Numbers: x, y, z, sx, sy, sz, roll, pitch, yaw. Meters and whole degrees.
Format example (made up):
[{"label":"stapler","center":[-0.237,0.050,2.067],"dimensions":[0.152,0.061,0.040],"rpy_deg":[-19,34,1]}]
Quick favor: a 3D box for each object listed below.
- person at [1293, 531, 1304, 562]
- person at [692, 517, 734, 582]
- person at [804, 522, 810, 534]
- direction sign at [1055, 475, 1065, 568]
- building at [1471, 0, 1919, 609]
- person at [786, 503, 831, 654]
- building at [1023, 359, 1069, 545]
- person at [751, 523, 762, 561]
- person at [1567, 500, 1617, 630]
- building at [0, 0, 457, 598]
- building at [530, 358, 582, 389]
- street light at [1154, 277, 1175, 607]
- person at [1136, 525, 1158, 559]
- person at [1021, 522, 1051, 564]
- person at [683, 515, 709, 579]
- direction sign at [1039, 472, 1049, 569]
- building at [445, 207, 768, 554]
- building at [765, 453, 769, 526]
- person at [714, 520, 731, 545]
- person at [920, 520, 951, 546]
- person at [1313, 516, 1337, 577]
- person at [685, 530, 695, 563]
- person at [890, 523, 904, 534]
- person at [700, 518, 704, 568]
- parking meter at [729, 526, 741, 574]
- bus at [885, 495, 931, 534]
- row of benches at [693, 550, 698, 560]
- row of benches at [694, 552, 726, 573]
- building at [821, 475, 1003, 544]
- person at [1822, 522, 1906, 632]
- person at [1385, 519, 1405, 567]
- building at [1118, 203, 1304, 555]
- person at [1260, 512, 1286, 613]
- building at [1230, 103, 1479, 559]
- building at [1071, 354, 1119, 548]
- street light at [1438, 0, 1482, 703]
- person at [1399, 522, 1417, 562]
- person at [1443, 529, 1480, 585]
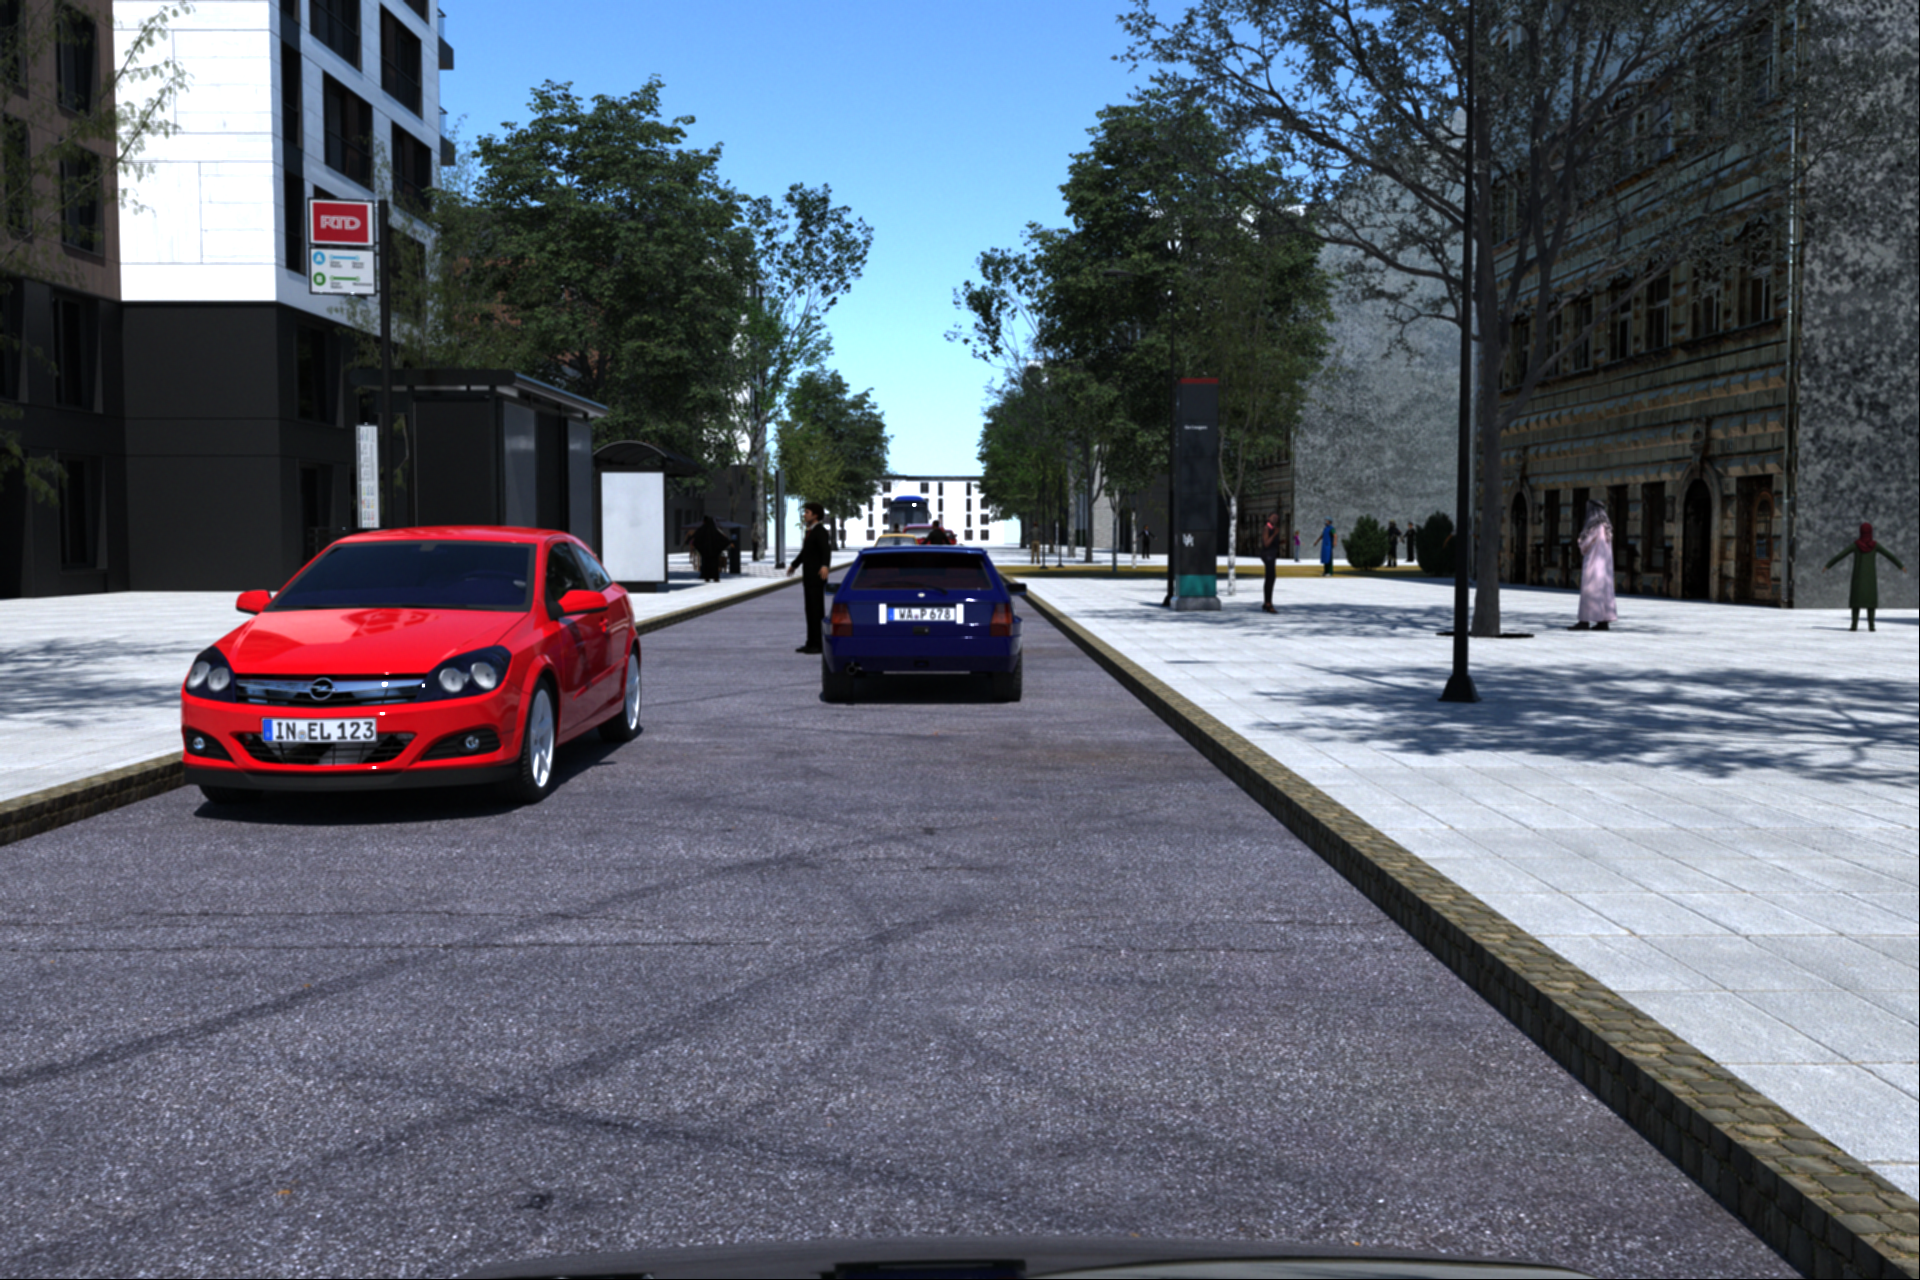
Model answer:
[{"label":"person","center":[15.567,-4.305,79.649],"dimensions":[0.599,1.433,0.991],"rpy_deg":[-1,4,-15]},{"label":"person","center":[-6.595,-2.407,46.145],"dimensions":[1.214,1.737,0.721],"rpy_deg":[1,4,17]},{"label":"person","center":[-5.347,-3.390,61.898],"dimensions":[0.721,1.772,1.216],"rpy_deg":[0,4,-7]},{"label":"direction sign","center":[3.841,-4.549,66.377],"dimensions":[0.379,3.537,0.876],"rpy_deg":[0,4,-2]},{"label":"building","center":[23.362,-12.661,37.941],"dimensions":[19.493,23.208,18.063],"rpy_deg":[0,4,0]},{"label":"person","center":[-1.779,-0.746,20.838],"dimensions":[0.705,1.806,1.347],"rpy_deg":[-2,4,-23]},{"label":"building","center":[21.772,-22.927,218.823],"dimensions":[27.936,21.610,32.646],"rpy_deg":[0,3,0]},{"label":"person","center":[-9.701,-4.658,82.292],"dimensions":[0.705,1.813,1.348],"rpy_deg":[1,4,10]},{"label":"person","center":[8.464,-1.004,23.120],"dimensions":[0.621,1.740,0.551],"rpy_deg":[2,4,25]},{"label":"building","center":[-28.978,-11.724,35.659],"dimensions":[27.936,21.610,32.646],"rpy_deg":[0,3,0]},{"label":"building","center":[-24.220,-9.238,93.181],"dimensions":[9.099,9.664,28.070],"rpy_deg":[0,4,0]},{"label":"street light","center":[4.287,-3.552,30.619],"dimensions":[1.470,5.913,1.316],"rpy_deg":[0,4,-1]},{"label":"person","center":[9.620,-5.045,89.204],"dimensions":[1.216,1.740,0.721],"rpy_deg":[-1,4,-22]},{"label":"person","center":[3.260,-4.178,74.580],"dimensions":[1.348,1.796,0.705],"rpy_deg":[1,4,12]},{"label":"person","center":[-7.322,-2.682,49.919],"dimensions":[1.348,1.821,0.705],"rpy_deg":[-2,4,-30]},{"label":"direction sign","center":[3.066,-4.363,63.334],"dimensions":[0.379,3.537,0.876],"rpy_deg":[0,4,0]},{"label":"building","center":[-29.332,-17.184,124.929],"dimensions":[27.936,21.610,32.646],"rpy_deg":[0,4,-1]},{"label":"building","center":[-24.617,-14.665,181.916],"dimensions":[9.099,9.664,28.070],"rpy_deg":[0,4,-1]},{"label":"person","center":[-8.855,-3.430,61.937],"dimensions":[1.347,1.847,0.705],"rpy_deg":[-1,4,-16]},{"label":"person","center":[-0.653,-2.266,45.738],"dimensions":[1.346,1.802,0.704],"rpy_deg":[-3,5,-43]},{"label":"person","center":[11.104,-2.830,52.400],"dimensions":[0.704,1.817,1.347],"rpy_deg":[-1,4,-16]},{"label":"person","center":[-11.582,-4.201,75.496],"dimensions":[1.217,1.733,0.721],"rpy_deg":[3,5,39]},{"label":"person","center":[-2.251,-3.220,61.241],"dimensions":[1.346,1.812,0.704],"rpy_deg":[-1,4,-16]},{"label":"person","center":[-7.739,-2.871,52.903],"dimensions":[1.349,1.833,0.705],"rpy_deg":[3,5,42]},{"label":"parking meter","center":[-7.262,-2.900,55.827],"dimensions":[0.372,1.533,0.369],"rpy_deg":[0,3,0]},{"label":"bus","center":[-3.269,-7.498,114.137],"dimensions":[2.896,3.916,12.251],"rpy_deg":[0,4,0]},{"label":"row of benches","center":[-10.336,-3.314,69.654],"dimensions":[1.422,0.672,4.104],"rpy_deg":[-1,4,-11]},{"label":"row of benches","center":[-8.536,-2.668,59.078],"dimensions":[1.422,0.672,4.104],"rpy_deg":[-1,4,-15]},{"label":"building","center":[-7.752,-18.437,246.040],"dimensions":[28.070,9.664,9.099],"rpy_deg":[0,4,-3]},{"label":"person","center":[11.945,-0.836,22.885],"dimensions":[0.989,1.438,0.599],"rpy_deg":[2,4,23]},{"label":"person","center":[16.640,-3.730,66.761],"dimensions":[0.705,1.856,1.354],"rpy_deg":[-3,4,-36]},{"label":"building","center":[25.032,-17.103,123.602],"dimensions":[27.936,21.610,32.646],"rpy_deg":[0,4,-1]},{"label":"person","center":[5.108,-1.265,28.195],"dimensions":[0.415,1.643,0.593],"rpy_deg":[-1,4,-19]},{"label":"building","center":[25.879,-16.209,95.945],"dimensions":[19.493,23.208,18.063],"rpy_deg":[0,4,-1]},{"label":"building","center":[20.864,-19.089,178.560],"dimensions":[16.747,18.905,31.486],"rpy_deg":[0,4,0]},{"label":"street light","center":[4.392,-2.484,13.157],"dimensions":[1.470,5.913,1.316],"rpy_deg":[0,4,0]},{"label":"person","center":[20.651,-4.499,79.498],"dimensions":[0.705,1.837,1.347],"rpy_deg":[-1,4,-22]},{"label":"person","center":[12.739,-2.259,43.710],"dimensions":[1.217,1.739,0.721],"rpy_deg":[3,5,43]}]
